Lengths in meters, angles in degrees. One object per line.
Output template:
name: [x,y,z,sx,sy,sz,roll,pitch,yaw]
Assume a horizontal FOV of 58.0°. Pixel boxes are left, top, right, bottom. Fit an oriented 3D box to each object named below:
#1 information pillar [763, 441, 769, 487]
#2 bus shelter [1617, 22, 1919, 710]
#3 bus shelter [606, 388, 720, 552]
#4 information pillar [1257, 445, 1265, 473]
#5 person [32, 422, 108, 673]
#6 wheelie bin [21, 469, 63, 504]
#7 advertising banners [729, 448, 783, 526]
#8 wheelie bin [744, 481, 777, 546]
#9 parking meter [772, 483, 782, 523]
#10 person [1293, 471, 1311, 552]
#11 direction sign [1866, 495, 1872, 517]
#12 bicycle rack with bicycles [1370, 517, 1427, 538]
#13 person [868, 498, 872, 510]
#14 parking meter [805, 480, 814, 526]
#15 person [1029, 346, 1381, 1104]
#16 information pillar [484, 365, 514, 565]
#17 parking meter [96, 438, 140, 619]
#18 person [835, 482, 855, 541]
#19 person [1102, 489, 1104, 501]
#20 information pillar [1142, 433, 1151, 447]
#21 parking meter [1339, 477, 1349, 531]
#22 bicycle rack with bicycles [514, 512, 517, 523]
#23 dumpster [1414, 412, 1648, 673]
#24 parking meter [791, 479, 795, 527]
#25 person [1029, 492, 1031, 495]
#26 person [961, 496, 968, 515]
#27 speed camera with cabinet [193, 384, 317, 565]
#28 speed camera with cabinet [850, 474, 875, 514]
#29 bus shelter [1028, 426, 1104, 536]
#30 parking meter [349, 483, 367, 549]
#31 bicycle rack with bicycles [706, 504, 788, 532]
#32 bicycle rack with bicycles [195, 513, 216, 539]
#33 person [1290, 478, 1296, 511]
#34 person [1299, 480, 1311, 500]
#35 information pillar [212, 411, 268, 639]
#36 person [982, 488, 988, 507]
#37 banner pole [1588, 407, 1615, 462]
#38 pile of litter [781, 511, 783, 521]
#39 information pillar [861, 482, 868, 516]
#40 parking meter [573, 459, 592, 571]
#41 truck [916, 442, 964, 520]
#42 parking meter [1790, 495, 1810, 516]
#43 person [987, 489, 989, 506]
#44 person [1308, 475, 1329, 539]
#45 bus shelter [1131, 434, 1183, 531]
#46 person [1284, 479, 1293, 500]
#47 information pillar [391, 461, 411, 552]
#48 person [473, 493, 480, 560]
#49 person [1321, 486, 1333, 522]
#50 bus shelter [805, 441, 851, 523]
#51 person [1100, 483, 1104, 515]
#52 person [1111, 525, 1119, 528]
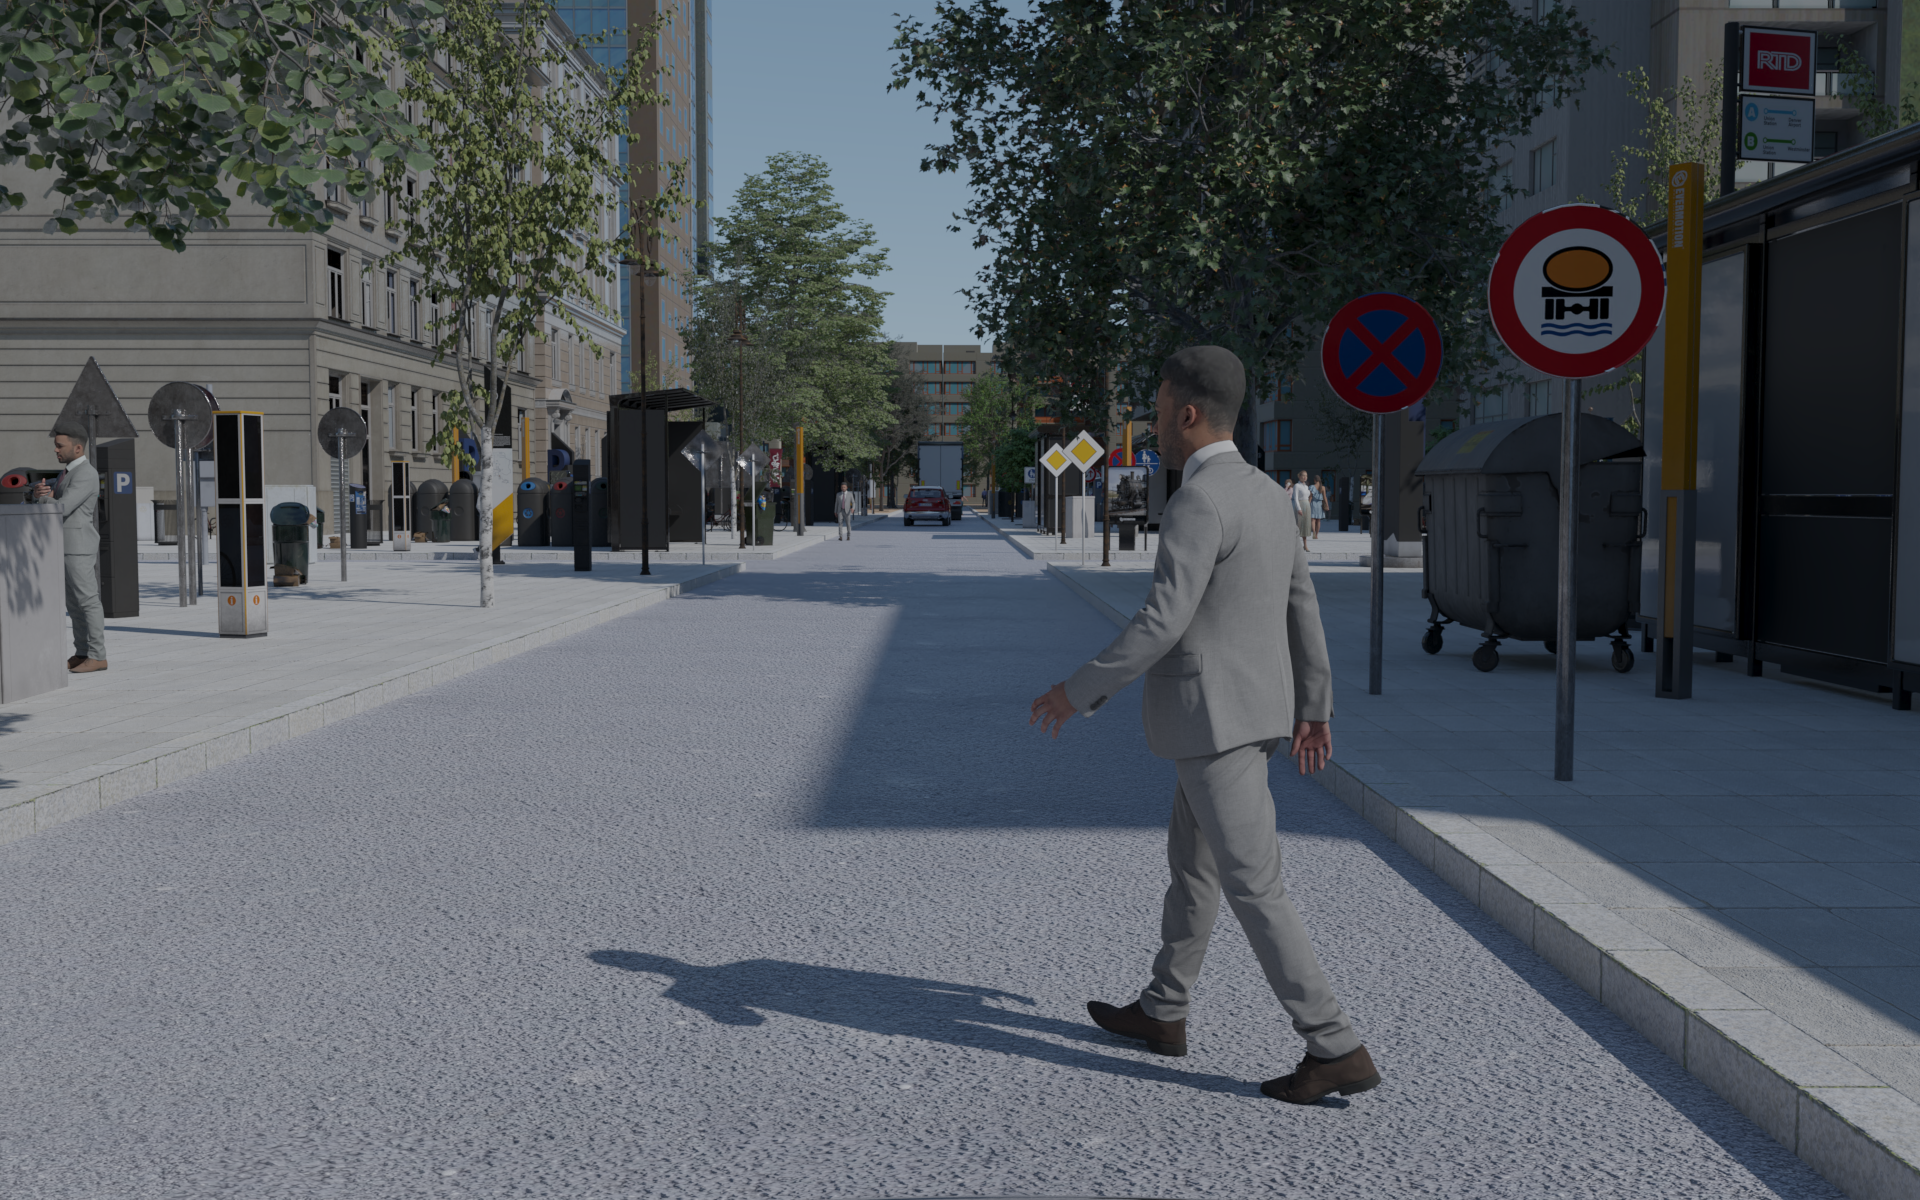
information pillar: [-8.578,-5.166,75.826,0.183,3.616,0.504,-1,4,-8]
bus shelter: [6.346,-2.132,12.495,2.179,5.291,8.768,0,4,0]
bus shelter: [-6.985,-3.060,41.322,1.731,3.624,6.357,0,4,0]
information pillar: [13.807,-5.405,79.730,0.504,3.616,0.183,-2,4,-27]
person: [-6.463,-0.385,12.518,0.511,1.800,0.466,2,4,33]
wheelie bin: [-11.633,-0.882,22.325,0.980,1.594,0.693,-1,4,-14]
advertising banners: [-7.793,-4.283,66.215,2.074,3.025,0.090,0,4,1]
wheelie bin: [-4.997,-2.156,43.164,0.693,1.594,0.980,-3,4,-38]
parking meter: [-8.070,-4.313,76.230,0.399,1.863,0.255,-1,4,-15]
person: [7.560,-1.975,38.557,0.478,1.798,0.641,-2,4,-27]
direction sign: [12.371,-1.929,23.531,0.876,3.537,0.379,0,4,7]
bicycle rack with bicycles: [13.274,-2.249,50.154,2.925,0.926,2.852,0,4,-7]
person: [-7.178,-8.102,138.516,0.705,1.824,1.348,-1,4,-10]
parking meter: [-6.075,-3.923,69.856,0.255,1.863,0.399,1,4,13]
person: [0.640,0.278,4.230,0.850,1.792,0.678,2,4,33]
information pillar: [-8.400,-2.455,31.497,0.504,3.616,0.183,-1,4,-9]
parking meter: [-8.773,-0.749,17.964,0.255,1.863,0.399,2,4,23]
person: [-3.532,-2.712,53.113,0.678,1.792,0.850,0,4,6]
person: [8.363,-5.861,101.846,0.580,1.828,0.573,0,4,-7]
information pillar: [7.065,-4.553,65.797,0.183,3.616,0.504,-2,4,-35]
parking meter: [13.217,-3.299,59.646,0.255,1.863,0.399,0,4,-4]
bicycle rack with bicycles: [-15.584,-3.185,65.464,2.852,0.926,2.925,3,5,43]
dumpster: [4.294,-0.450,13.115,1.264,1.857,1.865,0,4,0]
parking meter: [-6.566,-3.845,68.584,0.255,1.863,0.399,0,4,-5]
person: [4.715,-7.106,122.927,1.217,1.736,0.721,1,4,14]
person: [0.121,-6.534,116.035,0.721,1.736,1.217,-3,5,-40]
speed camera with cabinet: [-12.862,-2.277,31.559,2.038,3.252,0.660,0,4,-7]
speed camera with cabinet: [-6.536,-7.315,113.937,2.038,3.252,0.660,2,4,35]
bus shelter: [3.420,-4.872,57.285,2.179,5.291,8.768,0,4,0]
parking meter: [-14.097,-1.966,40.559,0.372,1.533,0.369,0,3,0]
bicycle rack with bicycles: [-7.336,-2.819,59.476,2.925,0.926,2.852,0,4,8]
bicycle rack with bicycles: [-20.081,-2.215,49.597,2.925,0.926,2.852,1,4,17]
person: [11.195,-3.186,58.222,0.616,1.811,0.778,1,4,10]
person: [12.687,-3.541,63.918,0.580,1.828,0.573,1,4,19]
information pillar: [-6.416,-0.670,15.452,0.304,2.012,0.304,1,4,16]
person: [2.487,-10.151,171.874,0.709,1.838,0.599,1,4,21]
banner pole: [18.331,-3.656,49.796,0.863,3.779,0.401,1,4,19]
pile of litter: [-8.409,-4.152,81.856,1.719,0.858,1.176,-2,4,-31]
information pillar: [-5.664,-5.990,102.420,0.304,2.012,0.304,2,4,25]
parking meter: [-6.284,-1.413,28.819,0.255,1.863,0.399,0,4,-5]
truck: [-1.126,-6.671,97.991,2.839,4.237,11.283,0,4,-1]
parking meter: [20.860,-2.282,43.029,0.255,1.863,0.399,-3,5,-39]
person: [3.034,-10.956,185.315,0.705,1.807,1.348,1,4,10]
person: [10.104,-2.616,48.907,0.616,1.811,0.778,1,4,12]
bus shelter: [6.586,-3.904,57.751,2.014,3.302,5.546,0,4,0]
person: [10.542,-2.979,55.337,0.643,1.750,0.593,0,4,5]
information pillar: [-12.473,-2.090,38.657,0.304,2.012,0.304,0,4,3]
person: [-10.199,-1.767,37.237,0.795,1.843,0.661,1,4,16]
person: [17.207,-4.523,80.991,0.522,1.701,0.512,2,4,26]
bus shelter: [-6.049,-5.435,80.142,1.731,3.624,6.357,0,4,0]
person: [6.386,-4.241,75.357,0.573,1.828,0.580,2,4,32]
person: [5.826,-3.611,65.174,0.616,1.811,0.778,-2,4,-27]
